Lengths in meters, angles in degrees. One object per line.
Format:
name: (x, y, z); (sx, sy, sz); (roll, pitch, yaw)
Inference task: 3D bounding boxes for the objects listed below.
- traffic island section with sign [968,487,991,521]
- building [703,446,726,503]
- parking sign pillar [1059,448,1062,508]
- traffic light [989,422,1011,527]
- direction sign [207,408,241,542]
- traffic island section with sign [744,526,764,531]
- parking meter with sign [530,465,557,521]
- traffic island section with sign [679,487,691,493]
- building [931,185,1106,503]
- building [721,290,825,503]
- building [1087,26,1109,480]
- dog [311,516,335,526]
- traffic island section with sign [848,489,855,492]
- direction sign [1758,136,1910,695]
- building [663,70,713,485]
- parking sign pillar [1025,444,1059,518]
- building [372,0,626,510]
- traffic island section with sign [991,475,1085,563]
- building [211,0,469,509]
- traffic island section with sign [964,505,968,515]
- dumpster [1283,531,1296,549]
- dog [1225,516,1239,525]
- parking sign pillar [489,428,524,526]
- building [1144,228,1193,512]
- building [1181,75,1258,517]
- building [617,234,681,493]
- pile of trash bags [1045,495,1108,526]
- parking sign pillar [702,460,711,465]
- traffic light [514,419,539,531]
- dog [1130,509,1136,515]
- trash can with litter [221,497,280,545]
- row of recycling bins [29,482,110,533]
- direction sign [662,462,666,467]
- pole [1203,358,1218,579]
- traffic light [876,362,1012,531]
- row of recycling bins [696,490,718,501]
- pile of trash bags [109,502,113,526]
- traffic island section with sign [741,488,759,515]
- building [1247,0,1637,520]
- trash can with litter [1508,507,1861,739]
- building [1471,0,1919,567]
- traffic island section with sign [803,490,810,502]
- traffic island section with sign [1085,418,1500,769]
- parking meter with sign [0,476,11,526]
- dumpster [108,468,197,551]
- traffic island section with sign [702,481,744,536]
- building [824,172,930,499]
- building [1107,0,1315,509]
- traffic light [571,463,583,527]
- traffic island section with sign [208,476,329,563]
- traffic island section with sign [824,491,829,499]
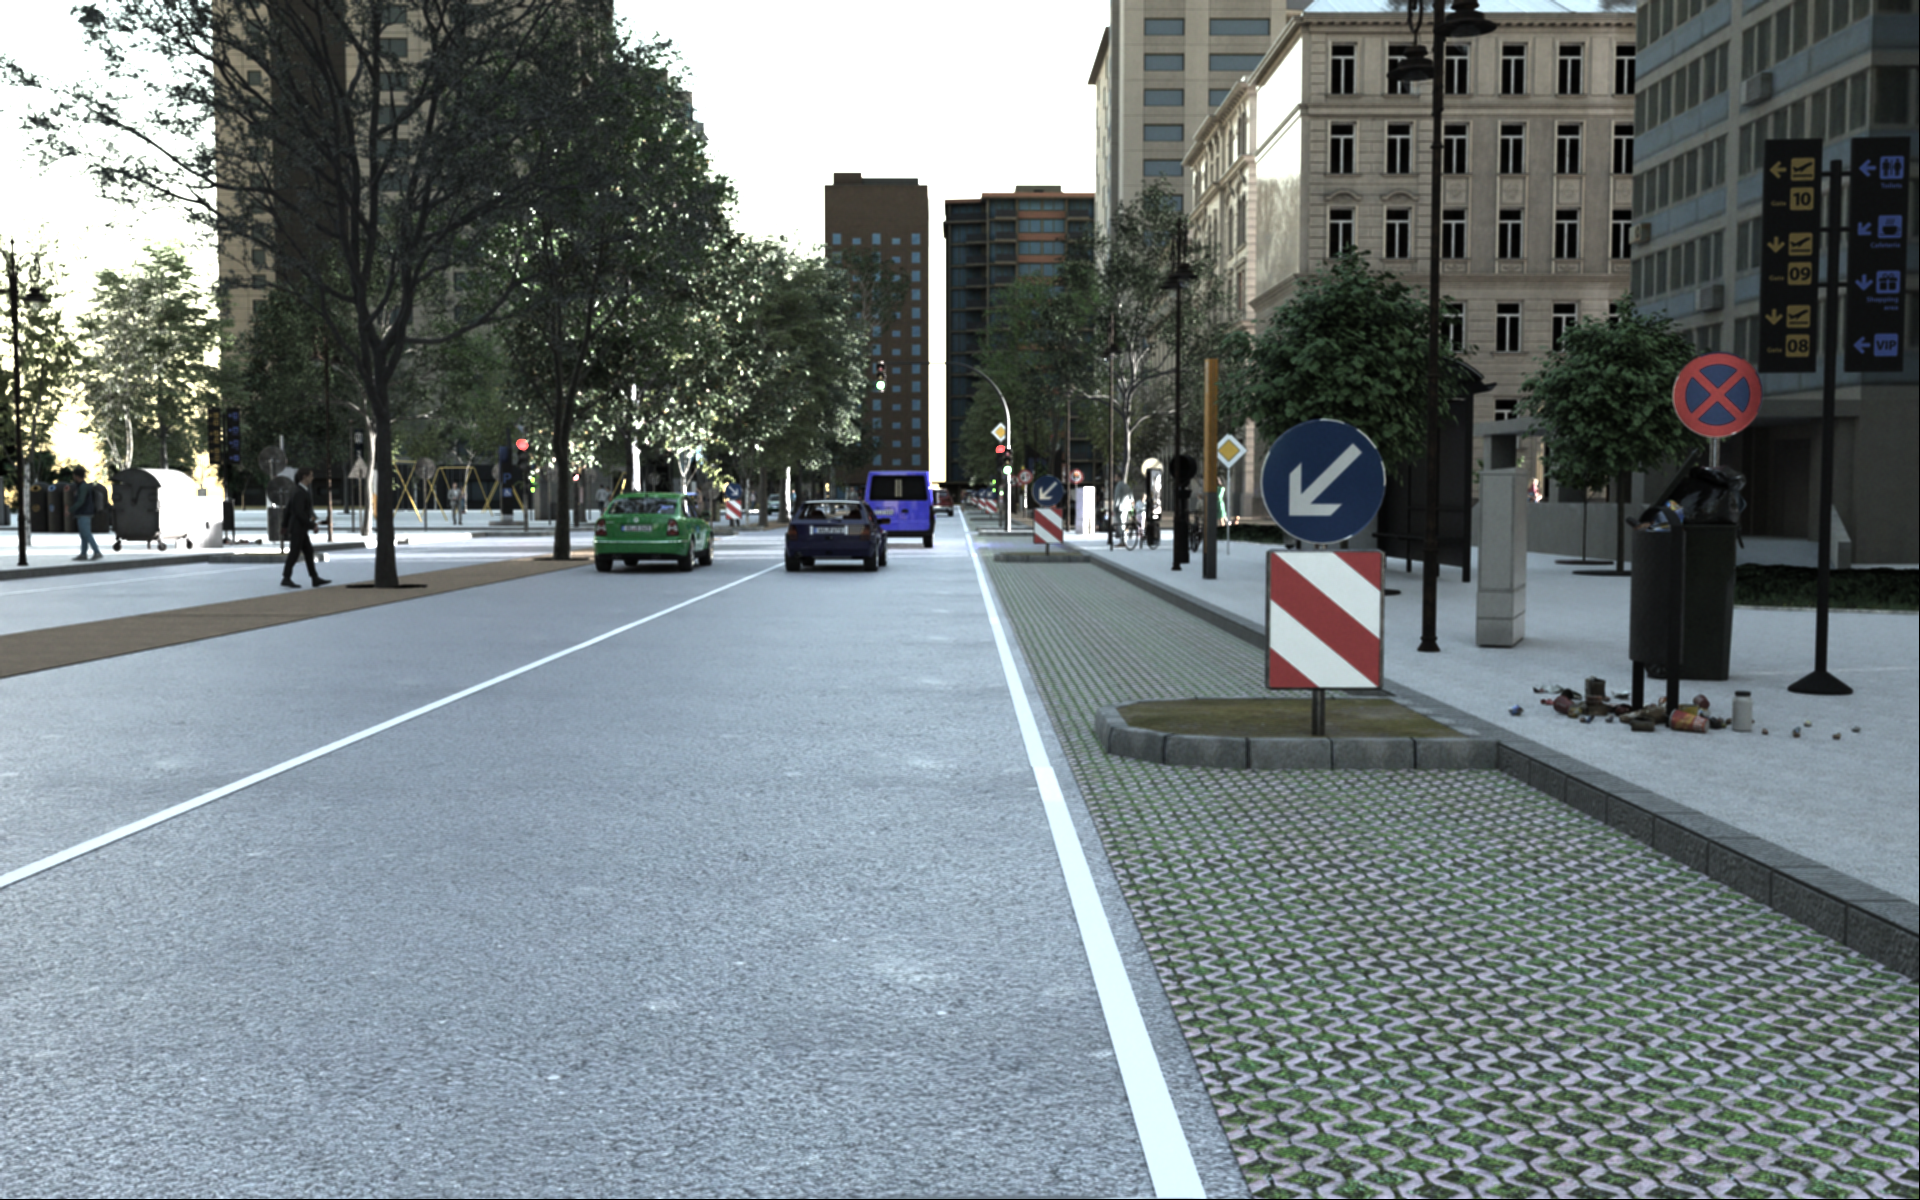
traffic island section with sign: (1.544, -5.158, 92.957); (1.989, 1.847, 2.006); (0, 4, 0)
building: (-40.690, -36.308, 243.739); (14.200, 45.320, 14.600); (0, 4, 0)
parking sign pillar: (5.187, -6.789, 99.468); (1.447, 3.967, 1.447); (-1, 4, -17)
traffic light: (1.575, -4.820, 67.726); (0.839, 4.253, 0.868); (0, 4, 0)
direction sign: (-19.396, -3.285, 45.711); (0.876, 3.537, 0.379); (0, 4, 7)
traffic island section with sign: (-8.734, -3.629, 67.468); (2.006, 1.907, 1.989); (0, 4, 0)
parking meter with sign: (-20.359, -5.390, 84.379); (0.543, 3.016, 1.738); (2, 4, 27)
traffic island section with sign: (-14.781, -5.168, 93.128); (1.989, 1.847, 2.006); (0, 4, 0)
building: (10.352, -36.282, 247.829); (28.867, 44.769, 22.147); (0, 4, 0)
building: (-26.385, -28.919, 244.531); (14.107, 30.474, 14.160); (0, 4, 0)
building: (29.414, -36.933, 193.097); (28.713, 52.752, 27.495); (0, 4, 0)
dog: (-26.412, -3.319, 71.999); (0.748, 0.427, 0.550); (2, 4, 30)
traffic island section with sign: (-8.979, -8.224, 142.606); (2.006, 1.907, 1.989); (0, 4, 0)
direction sign: (5.576, -1.170, 11.121); (0.876, 3.537, 0.379); (0, 4, 6)
building: (-43.845, -35.228, 195.585); (30.456, 49.044, 23.786); (0, 4, 0)
parking sign pillar: (4.186, -6.410, 93.268); (1.447, 3.967, 1.447); (-2, 4, -26)
building: (-39.151, -43.637, 151.723); (20.563, 71.187, 20.611); (0, 4, 0)
traffic island section with sign: (1.723, -1.726, 36.848); (1.989, 1.847, 2.006); (0, 4, 0)
building: (-69.834, -46.372, 196.433); (20.611, 71.187, 20.563); (0, 4, 0)
traffic island section with sign: (1.451, -6.817, 120.093); (1.989, 1.847, 2.006); (0, 4, 0)
dumpster: (6.619, -1.779, 31.573); (1.502, 2.255, 1.985); (0, 4, 0)
dog: (9.458, -2.659, 60.304); (0.406, 0.507, 0.540); (1, 4, 22)
parking sign pillar: (-18.307, -4.979, 69.886); (1.447, 3.967, 1.447); (-1, 4, -18)
building: (21.288, -17.633, 130.095); (13.314, 21.916, 24.055); (0, 4, 0)
building: (21.799, -19.468, 105.684); (14.401, 28.519, 23.554); (0, 4, 0)
building: (-35.711, -24.381, 170.323); (14.160, 30.474, 14.107); (0, 4, 0)
pile of trash bags: (4.829, -3.790, 71.716); (3.447, 1.369, 1.912); (3, 5, 41)
parking sign pillar: (-19.326, -8.649, 129.879); (1.447, 3.967, 1.447); (-2, 4, -31)
traffic light: (-14.961, -4.327, 59.673); (0.839, 4.253, 0.868); (0, 4, 0)
dog: (10.444, -5.358, 105.336); (0.748, 0.427, 0.550); (1, 4, 21)
trash can with litter: (-18.521, -2.030, 44.256); (2.233, 1.210, 1.678); (1, 4, 15)
row of recycling bins: (-29.675, -3.092, 57.668); (3.534, 1.692, 1.069); (2, 4, 27)
direction sign: (-20.366, -7.784, 119.271); (0.379, 3.537, 0.876); (0, 4, 7)
pole: (3.780, -1.975, 26.142); (0.158, 3.312, 0.155); (0, 3, 0)
traffic light: (-0.492, -5.194, 59.593); (4.771, 5.953, 1.251); (0, 4, 0)
row of recycling bins: (-18.773, -7.331, 126.968); (1.069, 1.692, 3.534); (1, 4, 15)
pile of trash bags: (-34.155, -3.663, 69.649); (3.447, 1.369, 1.912); (-2, 4, -31)
traffic island section with sign: (-14.867, -6.818, 120.094); (1.989, 1.847, 2.006); (0, 4, 0)
building: (27.295, -17.497, 83.347); (25.104, 27.353, 12.463); (0, 4, 0)
trash can with litter: (4.026, 0.057, 10.121); (1.678, 1.210, 2.233); (0, 4, 1)
building: (28.728, -21.050, 36.057); (32.217, 40.220, 23.993); (0, 4, 0)
traffic island section with sign: (-15.013, -9.843, 169.552); (1.989, 1.847, 2.006); (0, 4, 0)
traffic island section with sign: (1.803, -0.077, 9.893); (1.989, 1.847, 2.006); (0, 4, 0)
parking meter with sign: (-38.781, -4.488, 69.644); (0.543, 3.016, 1.738); (0, 4, -8)
dumpster: (-18.359, -2.057, 39.385); (1.264, 1.857, 1.865); (0, 3, 0)
traffic island section with sign: (-8.720, -3.176, 60.061); (2.006, 1.907, 1.989); (0, 4, 0)
building: (-11.428, -36.302, 243.642); (14.200, 45.320, 14.600); (0, 4, 0)
building: (24.573, -38.044, 164.013); (21.231, 58.520, 28.212); (0, 4, 0)
traffic light: (-12.895, -5.690, 67.700); (4.771, 5.953, 1.251); (0, 4, 0)
traffic island section with sign: (-14.593, -1.723, 36.807); (1.989, 1.847, 2.006); (0, 4, 0)
traffic island section with sign: (-15.104, -11.491, 196.507); (1.989, 1.847, 2.006); (0, 4, 0)
